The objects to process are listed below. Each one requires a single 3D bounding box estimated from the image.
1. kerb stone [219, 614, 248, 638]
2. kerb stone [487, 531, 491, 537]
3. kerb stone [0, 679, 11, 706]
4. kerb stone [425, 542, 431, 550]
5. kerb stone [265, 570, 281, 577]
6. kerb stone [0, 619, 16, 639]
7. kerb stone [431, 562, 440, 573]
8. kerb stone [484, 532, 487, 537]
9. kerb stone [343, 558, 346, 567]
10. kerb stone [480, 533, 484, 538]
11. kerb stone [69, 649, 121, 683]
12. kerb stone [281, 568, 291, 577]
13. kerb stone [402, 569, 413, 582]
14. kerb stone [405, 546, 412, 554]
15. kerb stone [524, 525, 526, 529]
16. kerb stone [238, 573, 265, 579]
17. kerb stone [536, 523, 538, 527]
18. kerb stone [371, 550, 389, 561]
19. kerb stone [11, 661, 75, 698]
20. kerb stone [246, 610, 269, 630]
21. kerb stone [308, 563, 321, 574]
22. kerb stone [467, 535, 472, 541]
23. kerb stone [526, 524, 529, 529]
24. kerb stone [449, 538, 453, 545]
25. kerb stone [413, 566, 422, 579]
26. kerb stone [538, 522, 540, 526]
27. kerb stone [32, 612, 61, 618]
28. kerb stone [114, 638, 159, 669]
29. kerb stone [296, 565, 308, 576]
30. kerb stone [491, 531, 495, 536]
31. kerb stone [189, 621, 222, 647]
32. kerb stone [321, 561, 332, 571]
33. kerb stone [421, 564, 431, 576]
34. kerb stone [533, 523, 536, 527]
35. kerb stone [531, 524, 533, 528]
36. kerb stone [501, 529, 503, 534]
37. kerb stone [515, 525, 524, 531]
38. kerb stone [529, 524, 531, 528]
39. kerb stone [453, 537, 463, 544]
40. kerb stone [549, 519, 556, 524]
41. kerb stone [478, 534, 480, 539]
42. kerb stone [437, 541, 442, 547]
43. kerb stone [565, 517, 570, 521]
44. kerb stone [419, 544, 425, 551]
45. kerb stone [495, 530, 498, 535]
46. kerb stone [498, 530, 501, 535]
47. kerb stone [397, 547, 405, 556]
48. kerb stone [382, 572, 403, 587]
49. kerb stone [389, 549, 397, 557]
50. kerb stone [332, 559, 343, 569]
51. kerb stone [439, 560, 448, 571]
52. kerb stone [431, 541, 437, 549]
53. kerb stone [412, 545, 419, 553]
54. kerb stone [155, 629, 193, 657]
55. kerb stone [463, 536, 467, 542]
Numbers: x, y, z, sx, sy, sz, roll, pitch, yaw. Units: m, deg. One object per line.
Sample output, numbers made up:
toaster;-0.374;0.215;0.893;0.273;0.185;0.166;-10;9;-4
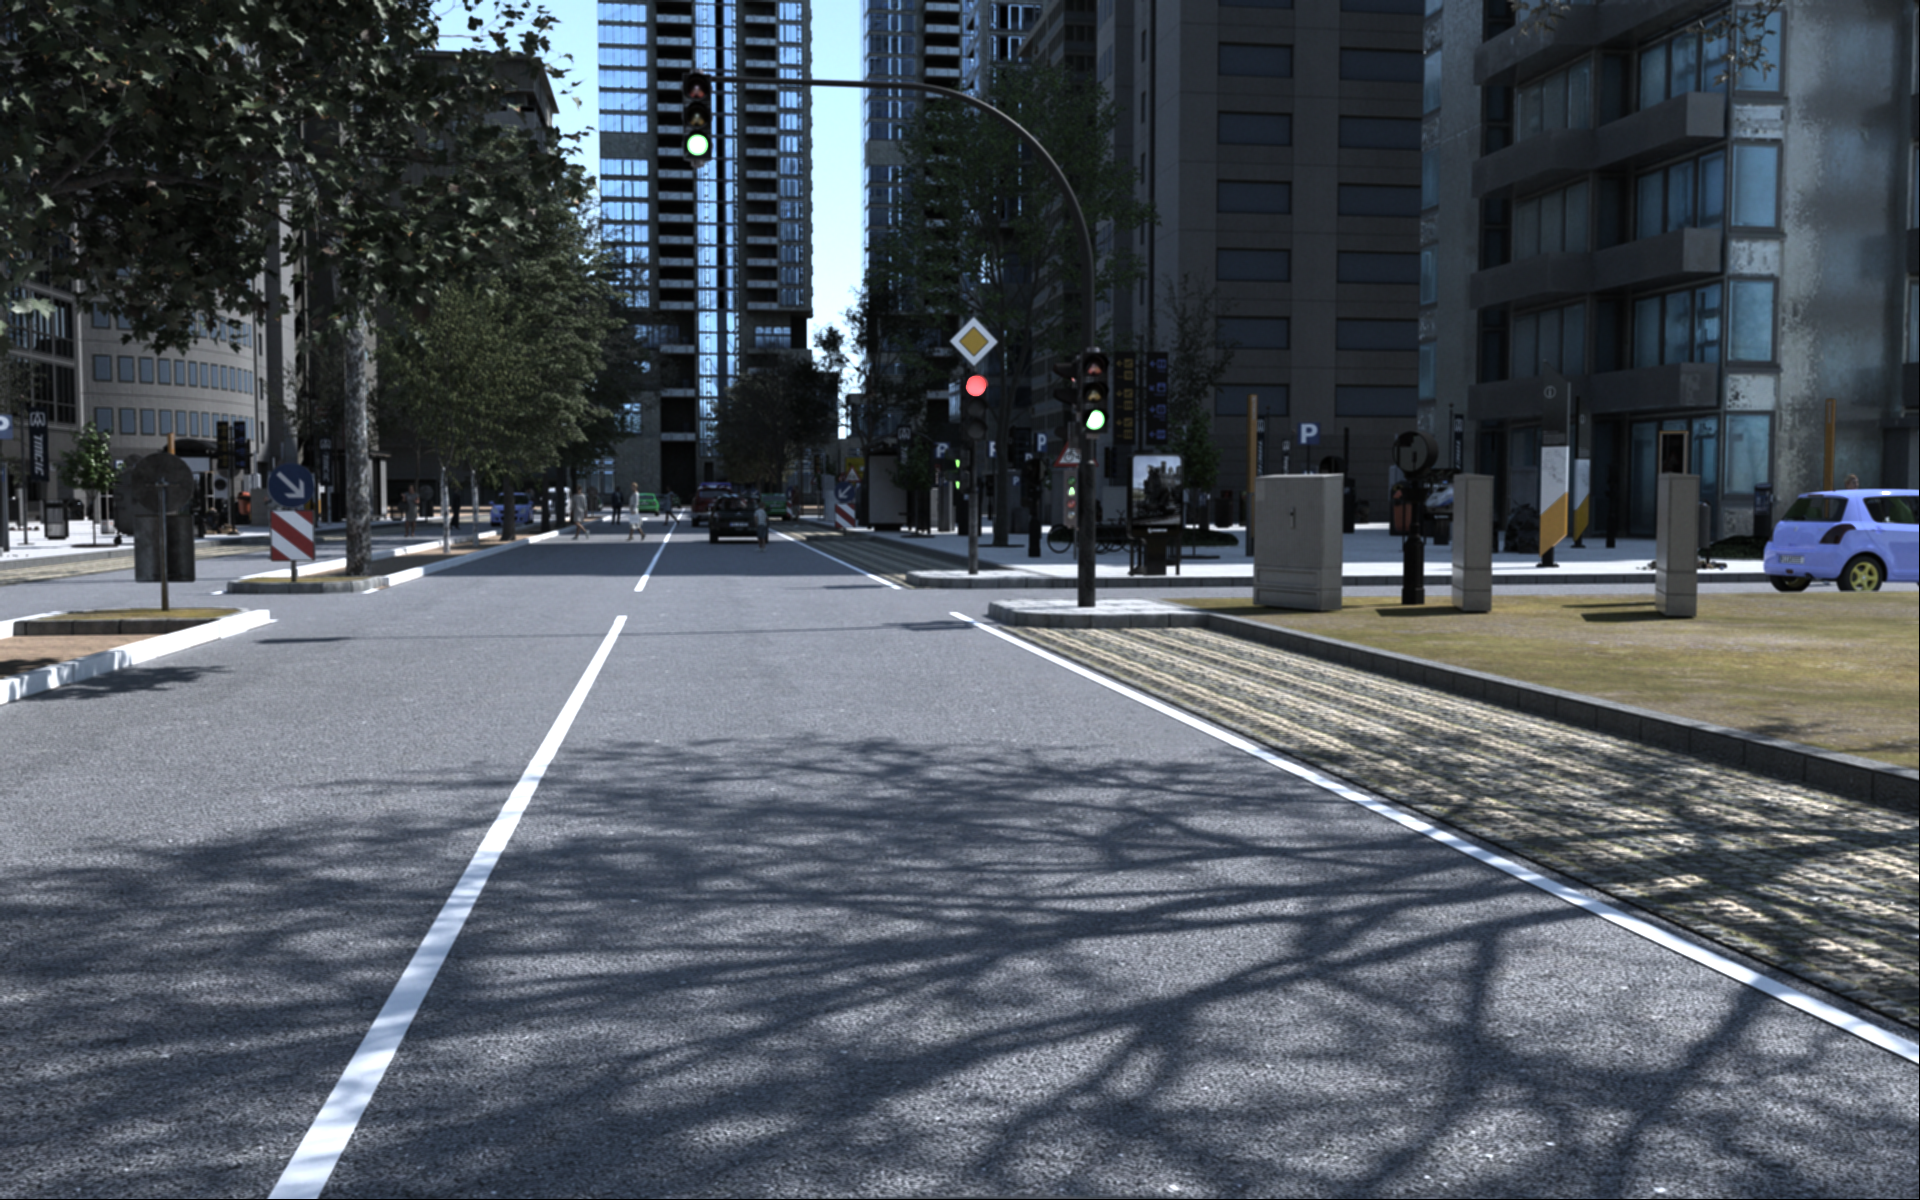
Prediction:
kerb stone;-7.474;0.277;17.660;0.120;0.150;1.000;-1;4;-9
kerb stone;-15.740;-2.145;57.367;0.120;0.150;1.000;-1;4;-9
kerb stone;-6.540;0.653;11.596;0.120;0.150;1.000;-1;4;-9
kerb stone;-13.702;-1.345;44.181;0.120;0.150;1.000;-1;4;-9
kerb stone;-11.202;-0.354;27.982;0.120;0.150;1.000;-1;4;-9
kerb stone;-9.545;0.297;17.334;0.120;0.150;1.000;-1;4;-9
kerb stone;-9.600;-0.560;31.356;0.120;0.150;1.000;-1;4;-9
kerb stone;-15.589;-2.085;56.356;0.120;0.150;1.000;-1;4;-9
kerb stone;-12.133;-0.725;34.050;0.120;0.150;1.000;-1;4;-9
kerb stone;-15.430;-2.028;55.346;0.120;0.150;1.000;-1;4;-9
kerb stone;-6.848;0.525;13.616;0.120;0.150;1.000;-1;4;-9
kerb stone;-11.359;-0.412;28.992;0.120;0.150;1.000;-1;4;-9
kerb stone;-9.121;-0.373;28.298;0.120;0.150;1.000;-1;4;-9
kerb stone;-13.229;-1.158;41.143;0.120;0.150;1.000;-1;4;-9
kerb stone;-17.620;-2.888;69.530;0.120;0.150;1.000;-1;4;-9
kerb stone;-11.047;-0.292;26.971;0.120;0.150;1.000;-1;4;-9
kerb stone;-18.405;-3.205;74.597;0.120;0.150;1.000;-1;4;-9
kerb stone;-12.759;-0.971;38.106;0.120;0.150;1.000;-1;4;-9
kerb stone;-6.700;0.587;12.605;0.120;0.150;1.000;-1;4;-9
kerb stone;-7.631;0.219;18.671;0.120;0.150;1.000;-1;4;-9
kerb stone;-11.665;-0.539;31.014;0.120;0.150;1.000;-1;4;-9
kerb stone;-14.951;-1.841;52.299;0.120;0.150;1.000;-1;4;-9
kerb stone;-17.772;-2.953;70.542;0.120;0.150;1.000;-1;4;-9
kerb stone;-14.323;-1.590;48.243;0.120;0.150;1.000;-1;4;-9
kerb stone;-9.285;-0.434;29.313;0.120;0.150;1.000;-1;4;-9
kerb stone;-18.563;-3.267;75.607;0.120;0.150;1.000;-1;4;-9
kerb stone;-9.711;0.236;18.343;0.120;0.150;1.000;-1;4;-9
kerb stone;-7.004;0.463;14.630;0.120;0.150;1.000;-1;4;-9
kerb stone;-11.515;-0.477;30.002;0.120;0.150;1.000;-1;4;-9
kerb stone;-15.892;-2.211;58.381;0.120;0.150;1.000;-1;4;-9
kerb stone;-7.323;0.342;16.650;0.120;0.150;1.000;-1;4;-9
kerb stone;-11.828;-0.601;32.028;0.120;0.150;1.000;-1;4;-9
kerb stone;-9.440;-0.498;30.334;0.120;0.150;1.000;-1;4;-9
kerb stone;-18.244;-3.143;73.587;0.120;0.150;1.000;-1;4;-9
kerb stone;-18.087;-3.081;72.564;0.120;0.150;1.000;-1;4;-9
kerb stone;-16.361;-2.393;61.413;0.120;0.150;1.000;-1;4;-9
kerb stone;-17.460;-2.833;68.519;0.120;0.150;1.000;-1;4;-9
kerb stone;-17.936;-3.018;71.553;0.120;0.150;1.000;-1;4;-9
kerb stone;-14.635;-1.716;50.264;0.120;0.150;1.000;-1;4;-9
kerb stone;-20.132;-3.882;85.751;0.120;0.150;1.000;-1;4;-9
kerb stone;-15.270;-1.966;54.333;0.120;0.150;1.000;-1;4;-9
kerb stone;-14.018;-1.469;46.214;0.120;0.150;1.000;-1;4;-9
kerb stone;-21.843;-4.569;96.897;0.120;0.150;1.000;-1;4;-9
kerb stone;-13.545;-1.283;43.171;0.120;0.150;1.000;-1;4;-9
kerb stone;-16.051;-2.275;59.391;0.120;0.150;1.000;-1;4;-9
kerb stone;-16.213;-2.337;60.401;0.120;0.150;1.000;-1;4;-9
kerb stone;-13.073;-1.097;40.129;0.120;0.150;1.000;-1;4;-9
kerb stone;-8.966;-0.311;27.288;0.120;0.150;1.000;-1;4;-9
kerb stone;-12.915;-1.033;39.116;0.120;0.150;1.000;-1;4;-9
kerb stone;-11.979;-0.659;33.039;0.120;0.150;1.000;-1;4;-9
kerb stone;-9.756;-0.622;32.370;0.120;0.150;1.000;-1;4;-9
kerb stone;-13.859;-1.407;45.204;0.120;0.150;1.000;-1;4;-9
kerb stone;-13.380;-1.221;42.162;0.120;0.150;1.000;-1;4;-9
kerb stone;-7.160;0.401;15.640;0.120;0.150;1.000;-1;4;-9
kerb stone;-14.801;-1.779;51.280;0.120;0.150;1.000;-1;4;-9
